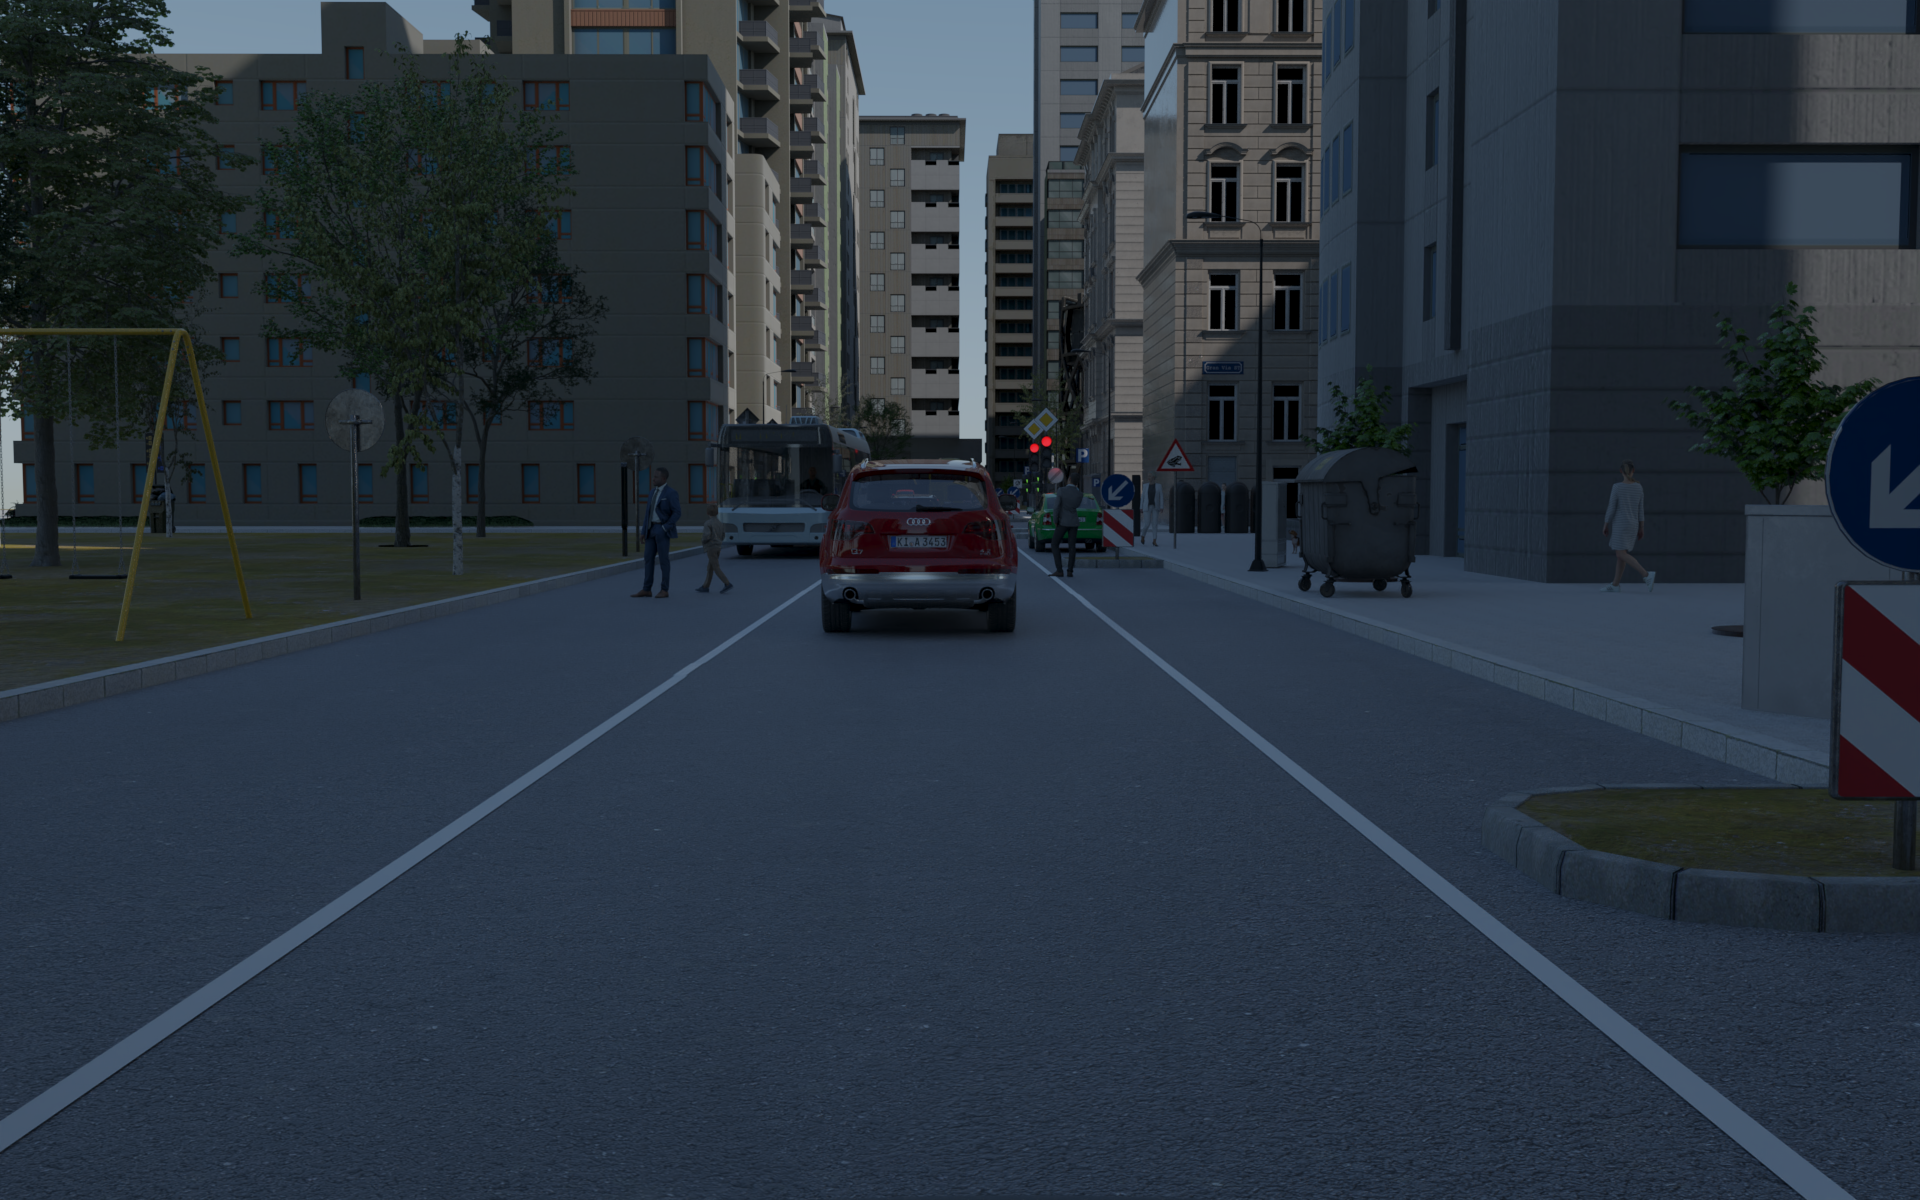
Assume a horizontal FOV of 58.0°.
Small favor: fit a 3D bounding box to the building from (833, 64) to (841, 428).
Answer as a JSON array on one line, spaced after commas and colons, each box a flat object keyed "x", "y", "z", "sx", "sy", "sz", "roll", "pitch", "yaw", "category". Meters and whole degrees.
[{"x": -18.452, "y": -29.138, "z": 160.004, "sx": 14.154, "sy": 41.232, "sz": 14.086, "roll": 0, "pitch": 4, "yaw": 0, "category": "building"}]

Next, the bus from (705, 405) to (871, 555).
[{"x": -3.961, "y": -2.972, "z": 43.453, "sx": 2.948, "sy": 3.499, "sz": 13.247, "roll": 0, "pitch": 4, "yaw": 1, "category": "bus"}]

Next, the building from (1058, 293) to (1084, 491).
[{"x": 15.836, "y": -16.138, "z": 131.308, "sx": 16.820, "sy": 18.784, "sz": 16.811, "roll": 0, "pitch": 4, "yaw": 0, "category": "building"}]

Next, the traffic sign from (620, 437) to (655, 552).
[{"x": -7.146, "y": -2.339, "z": 38.346, "sx": 0.768, "sy": 2.556, "sz": 0.104, "roll": 0, "pitch": 3, "yaw": 0, "category": "traffic sign"}]

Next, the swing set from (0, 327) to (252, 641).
[{"x": -8.883, "y": -1.151, "z": 16.442, "sx": 3.119, "sy": 2.851, "sz": 2.862, "roll": 0, "pitch": 4, "yaw": 0, "category": "swing set"}]

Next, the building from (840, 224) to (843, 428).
[{"x": -19.266, "y": -24.652, "z": 174.764, "sx": 14.160, "sy": 30.474, "sz": 14.107, "roll": 0, "pitch": 4, "yaw": 0, "category": "building"}]

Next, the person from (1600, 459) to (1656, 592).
[{"x": 8.682, "y": -0.958, "z": 22.455, "sx": 0.760, "sy": 1.731, "sz": 0.466, "roll": 3, "pitch": 5, "yaw": 44, "category": "person"}]

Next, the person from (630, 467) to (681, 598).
[{"x": -4.177, "y": -0.936, "z": 23.986, "sx": 0.721, "sy": 1.800, "sz": 0.419, "roll": 2, "pitch": 4, "yaw": 30, "category": "person"}]

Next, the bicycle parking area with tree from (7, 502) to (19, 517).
[{"x": -46.557, "y": -6.556, "z": 94.195, "sx": 9.016, "sy": 4.147, "sz": 8.231, "roll": -2, "pitch": 4, "yaw": -32, "category": "bicycle parking area with tree"}]

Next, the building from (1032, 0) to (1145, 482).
[{"x": 17.798, "y": -38.608, "z": 173.248, "sx": 21.231, "sy": 58.520, "sz": 28.212, "roll": 0, "pitch": 4, "yaw": 0, "category": "building"}]

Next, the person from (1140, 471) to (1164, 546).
[{"x": 4.702, "y": -2.248, "z": 42.669, "sx": 0.514, "sy": 1.842, "sz": 0.818, "roll": -1, "pitch": 4, "yaw": -14, "category": "person"}]

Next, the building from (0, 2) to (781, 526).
[{"x": -23.822, "y": -14.538, "z": 82.742, "sx": 27.650, "sy": 21.520, "sz": 28.899, "roll": 0, "pitch": 4, "yaw": 0, "category": "building"}]

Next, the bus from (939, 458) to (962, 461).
[{"x": -0.720, "y": -7.799, "z": 119.064, "sx": 2.896, "sy": 3.916, "sz": 12.252, "roll": 0, "pitch": 4, "yaw": 1, "category": "bus"}]

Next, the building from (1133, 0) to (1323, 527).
[{"x": 20.444, "y": -16.867, "z": 73.040, "sx": 25.104, "sy": 27.353, "sz": 12.463, "roll": 0, "pitch": 4, "yaw": 0, "category": "building"}]

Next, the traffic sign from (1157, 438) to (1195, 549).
[{"x": 5.044, "y": -2.482, "z": 40.579, "sx": 0.884, "sy": 2.594, "sz": 0.081, "roll": 0, "pitch": 4, "yaw": 6, "category": "traffic sign"}]

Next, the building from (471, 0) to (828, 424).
[{"x": -20.714, "y": -28.394, "z": 118.866, "sx": 22.147, "sy": 44.769, "sz": 28.867, "roll": 0, "pitch": 4, "yaw": 0, "category": "building"}]

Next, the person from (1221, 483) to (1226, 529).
[{"x": 9.781, "y": -3.494, "z": 64.170, "sx": 0.512, "sy": 1.701, "sz": 0.522, "roll": 2, "pitch": 4, "yaw": 32, "category": "person"}]

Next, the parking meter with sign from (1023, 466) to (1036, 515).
[{"x": 4.615, "y": -6.823, "z": 107.821, "sx": 0.543, "sy": 3.016, "sz": 1.738, "roll": -2, "pitch": 4, "yaw": -29, "category": "parking meter with sign"}]

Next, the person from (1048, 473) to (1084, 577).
[{"x": 1.835, "y": -1.304, "z": 30.006, "sx": 0.592, "sy": 1.802, "sz": 0.473, "roll": 0, "pitch": 4, "yaw": -8, "category": "person"}]

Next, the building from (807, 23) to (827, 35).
[{"x": -18.555, "y": -28.278, "z": 145.943, "sx": 14.154, "sy": 41.232, "sz": 14.086, "roll": 0, "pitch": 4, "yaw": 0, "category": "building"}]

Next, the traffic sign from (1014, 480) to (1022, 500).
[{"x": 4.094, "y": -7.374, "z": 122.686, "sx": 0.606, "sy": 2.300, "sz": 0.079, "roll": 0, "pitch": 4, "yaw": 5, "category": "traffic sign"}]

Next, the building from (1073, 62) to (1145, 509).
[{"x": 14.517, "y": -19.442, "z": 105.272, "sx": 14.401, "sy": 28.519, "sz": 23.554, "roll": 0, "pitch": 4, "yaw": 0, "category": "building"}]

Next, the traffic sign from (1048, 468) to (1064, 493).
[{"x": 4.610, "y": -5.102, "z": 83.528, "sx": 0.768, "sy": 2.556, "sz": 0.104, "roll": 0, "pitch": 4, "yaw": 4, "category": "traffic sign"}]

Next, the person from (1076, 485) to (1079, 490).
[{"x": 5.561, "y": -4.670, "z": 82.264, "sx": 0.748, "sy": 1.841, "sz": 0.638, "roll": 0, "pitch": 4, "yaw": 6, "category": "person"}]

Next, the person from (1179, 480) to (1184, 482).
[{"x": 8.201, "y": -3.604, "z": 64.983, "sx": 0.620, "sy": 1.820, "sz": 0.660, "roll": 2, "pitch": 4, "yaw": 27, "category": "person"}]

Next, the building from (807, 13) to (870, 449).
[{"x": -25.115, "y": -37.199, "z": 197.442, "sx": 27.495, "sy": 52.752, "sz": 28.713, "roll": 0, "pitch": 4, "yaw": 0, "category": "building"}]

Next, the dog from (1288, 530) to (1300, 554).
[{"x": 7.366, "y": -1.252, "z": 37.296, "sx": 0.406, "sy": 0.507, "sz": 0.540, "roll": 3, "pitch": 4, "yaw": 37, "category": "dog"}]

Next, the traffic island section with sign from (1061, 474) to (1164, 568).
[{"x": 2.957, "y": -1.579, "z": 34.437, "sx": 1.989, "sy": 1.847, "sz": 2.006, "roll": 0, "pitch": 4, "yaw": 0, "category": "traffic island section with sign"}]

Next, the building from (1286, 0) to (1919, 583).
[{"x": 18.830, "y": -30.283, "z": 37.132, "sx": 21.231, "sy": 58.520, "sz": 28.212, "roll": 0, "pitch": 4, "yaw": 0, "category": "building"}]

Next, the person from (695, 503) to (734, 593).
[{"x": -3.572, "y": -0.750, "z": 25.042, "sx": 0.640, "sy": 1.303, "sz": 0.475, "roll": 1, "pitch": 4, "yaw": 15, "category": "person"}]

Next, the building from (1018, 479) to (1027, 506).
[{"x": 22.978, "y": -31.071, "z": 199.892, "sx": 32.217, "sy": 40.220, "sz": 23.993, "roll": 0, "pitch": 4, "yaw": 0, "category": "building"}]

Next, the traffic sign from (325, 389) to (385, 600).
[{"x": -7.314, "y": -1.274, "z": 20.937, "sx": 0.768, "sy": 2.556, "sz": 0.104, "roll": 0, "pitch": 4, "yaw": 7, "category": "traffic sign"}]

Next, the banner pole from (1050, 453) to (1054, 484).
[{"x": 4.933, "y": -6.293, "z": 92.900, "sx": 0.401, "sy": 3.779, "sz": 0.863, "roll": 1, "pitch": 4, "yaw": 18, "category": "banner pole"}]

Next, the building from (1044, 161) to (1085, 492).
[{"x": 14.321, "y": -23.319, "z": 152.962, "sx": 14.160, "sy": 30.474, "sz": 14.107, "roll": 0, "pitch": 4, "yaw": 0, "category": "building"}]

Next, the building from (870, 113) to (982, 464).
[{"x": -10.863, "y": -39.784, "z": 239.705, "sx": 27.495, "sy": 52.752, "sz": 28.713, "roll": 0, "pitch": 4, "yaw": 0, "category": "building"}]

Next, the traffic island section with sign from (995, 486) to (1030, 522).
[{"x": 2.631, "y": -4.918, "z": 89.031, "sx": 1.989, "sy": 1.847, "sz": 2.006, "roll": 0, "pitch": 4, "yaw": 0, "category": "traffic island section with sign"}]

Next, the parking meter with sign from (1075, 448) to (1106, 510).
[{"x": 4.966, "y": -4.218, "z": 65.232, "sx": 0.543, "sy": 3.016, "sz": 1.738, "roll": -1, "pitch": 4, "yaw": -23, "category": "parking meter with sign"}]

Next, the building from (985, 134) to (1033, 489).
[{"x": 14.132, "y": -37.442, "z": 235.881, "sx": 21.600, "sy": 48.544, "sz": 21.300, "roll": 0, "pitch": 4, "yaw": 0, "category": "building"}]
